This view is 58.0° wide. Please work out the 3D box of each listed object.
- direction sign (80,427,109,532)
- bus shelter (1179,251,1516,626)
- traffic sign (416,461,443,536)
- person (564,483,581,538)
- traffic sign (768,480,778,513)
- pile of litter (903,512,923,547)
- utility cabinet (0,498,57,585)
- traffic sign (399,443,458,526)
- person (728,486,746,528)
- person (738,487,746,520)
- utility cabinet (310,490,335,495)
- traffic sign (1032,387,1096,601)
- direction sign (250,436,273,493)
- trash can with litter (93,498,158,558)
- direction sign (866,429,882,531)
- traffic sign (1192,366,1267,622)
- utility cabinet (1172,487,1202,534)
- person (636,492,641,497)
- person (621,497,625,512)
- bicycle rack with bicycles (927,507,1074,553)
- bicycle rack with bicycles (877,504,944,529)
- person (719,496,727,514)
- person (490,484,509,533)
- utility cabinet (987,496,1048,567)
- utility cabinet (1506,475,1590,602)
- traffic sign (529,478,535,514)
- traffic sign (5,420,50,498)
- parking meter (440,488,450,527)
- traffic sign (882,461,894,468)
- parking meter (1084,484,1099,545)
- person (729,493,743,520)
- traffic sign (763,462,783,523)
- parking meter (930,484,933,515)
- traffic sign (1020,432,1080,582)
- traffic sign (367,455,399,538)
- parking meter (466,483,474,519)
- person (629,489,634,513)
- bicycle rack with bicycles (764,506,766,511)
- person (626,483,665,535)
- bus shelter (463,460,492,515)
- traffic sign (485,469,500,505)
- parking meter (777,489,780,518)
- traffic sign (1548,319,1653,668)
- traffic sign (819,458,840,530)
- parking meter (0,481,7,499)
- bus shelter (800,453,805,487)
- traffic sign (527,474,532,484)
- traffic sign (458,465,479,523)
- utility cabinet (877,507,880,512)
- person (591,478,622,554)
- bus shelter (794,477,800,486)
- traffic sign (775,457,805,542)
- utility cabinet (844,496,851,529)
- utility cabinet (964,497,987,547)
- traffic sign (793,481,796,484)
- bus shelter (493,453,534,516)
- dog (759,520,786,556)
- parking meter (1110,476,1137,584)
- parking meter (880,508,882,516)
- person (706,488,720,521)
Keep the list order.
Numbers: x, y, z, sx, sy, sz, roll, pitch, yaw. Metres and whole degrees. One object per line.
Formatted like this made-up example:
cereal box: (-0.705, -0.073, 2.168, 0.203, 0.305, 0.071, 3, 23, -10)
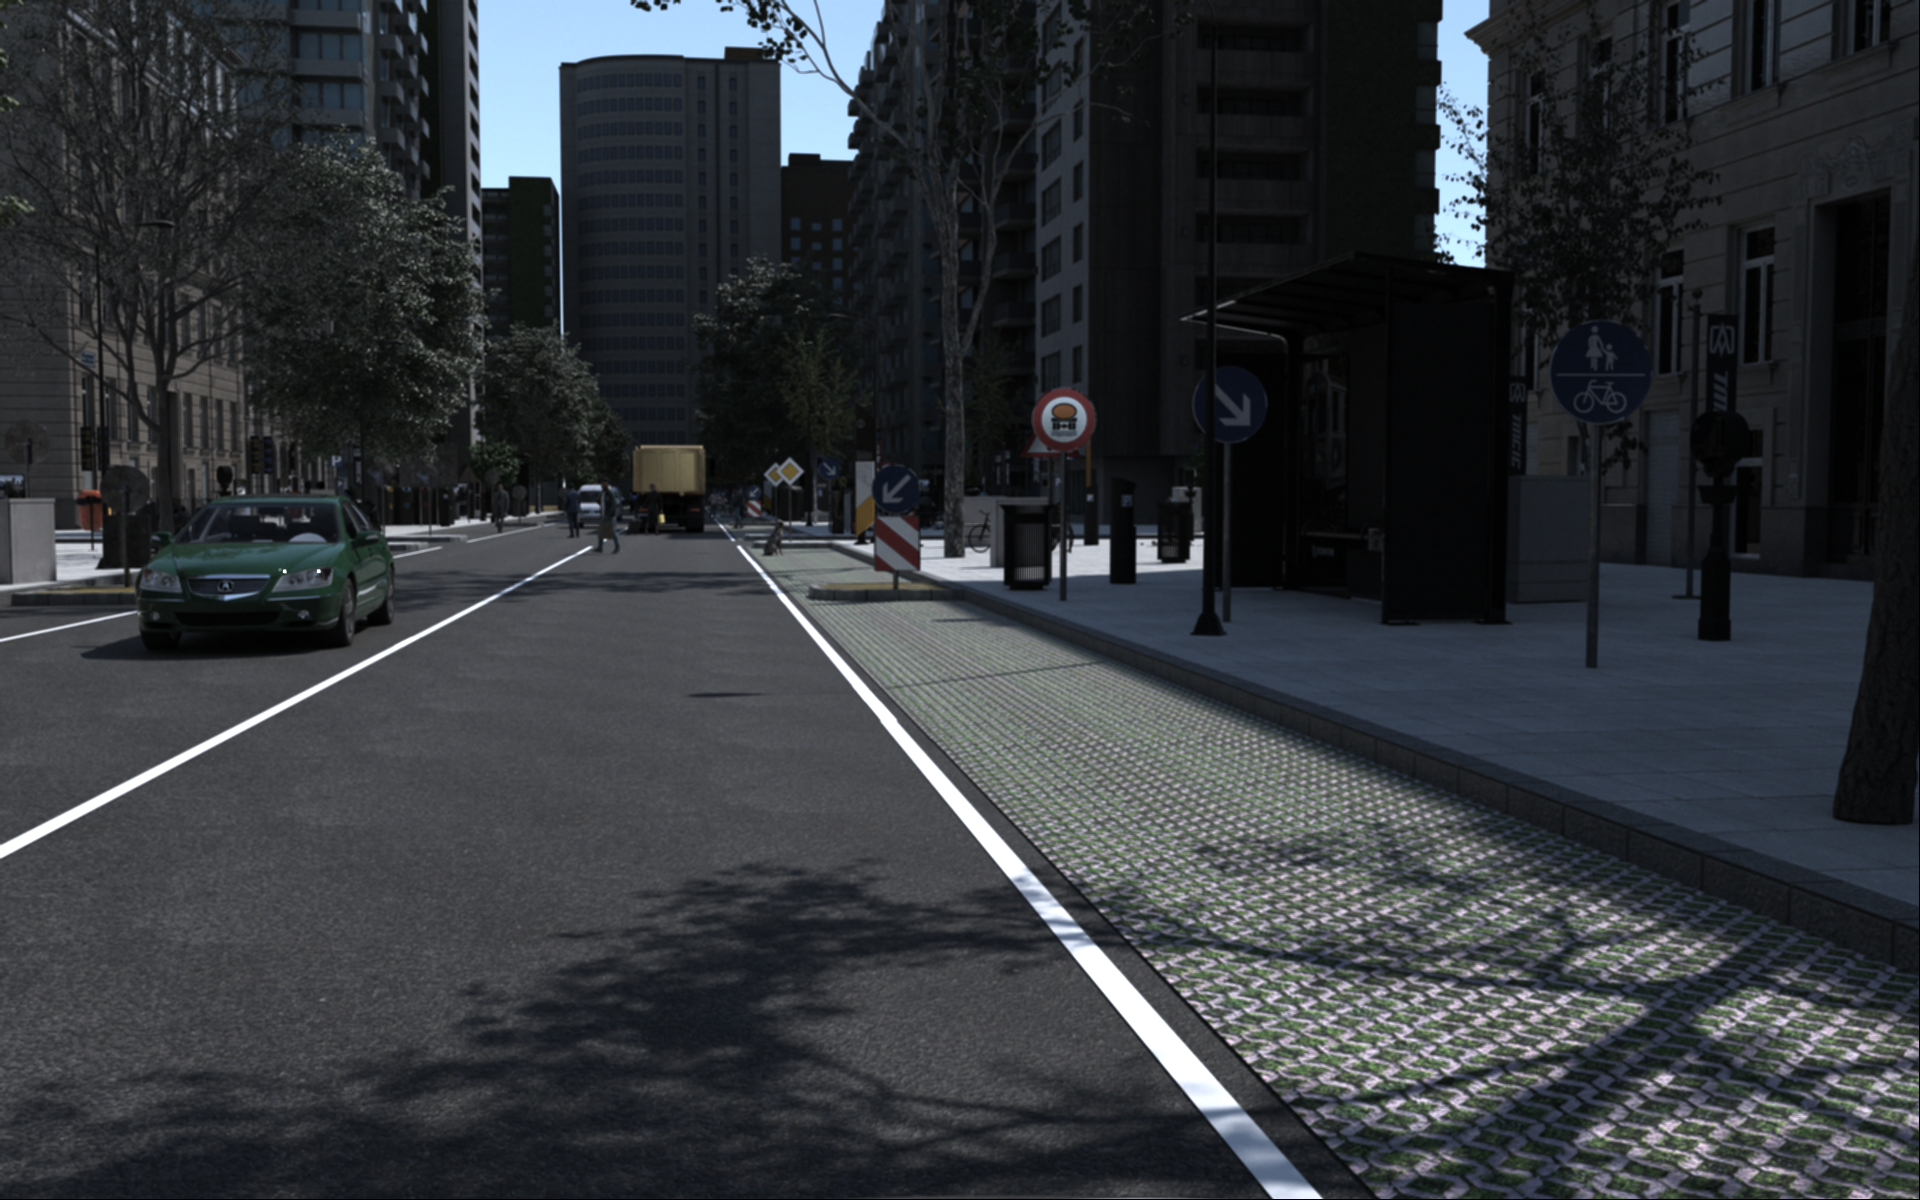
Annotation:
direction sign: (-29.162, -4.064, 58.436, 0.876, 3.537, 0.379, 0, 4, -6)
bus shelter: (4.195, -1.754, 19.964, 1.731, 3.624, 6.357, -1, 4, -9)
traffic sign: (-16.147, -3.003, 52.746, 0.795, 2.450, 0.064, -1, 4, -9)
person: (-12.727, -2.952, 56.955, 0.419, 1.800, 0.721, 3, 4, 37)
traffic sign: (-10.989, -6.091, 101.713, 0.606, 2.300, 0.079, 0, 4, 0)
pile of litter: (-1.485, -1.739, 42.403, 1.176, 0.858, 1.719, 0, 4, -2)
utility cabinet: (-13.512, -0.847, 25.008, 0.306, 1.237, 1.020, 0, 4, 7)
traffic sign: (-21.182, -4.598, 69.046, 2.265, 3.308, 0.079, 0, 4, -7)
person: (-9.263, -3.858, 71.919, 0.721, 1.781, 0.623, 0, 4, -5)
person: (-12.210, -5.361, 96.178, 0.660, 1.820, 0.620, 3, 4, 38)
utility cabinet: (-31.507, -4.711, 85.709, 1.173, 1.500, 0.318, -2, 4, -28)
traffic sign: (1.243, -1.265, 20.784, 0.768, 2.556, 0.104, 0, 4, 0)
direction sign: (-27.240, -4.623, 67.588, 0.379, 3.537, 0.876, 3, 5, 39)
trash can with litter: (-16.296, -1.473, 35.145, 2.233, 1.210, 1.678, 1, 4, 22)
direction sign: (-3.158, -4.171, 60.195, 0.876, 3.537, 0.379, 0, 4, -8)
traffic sign: (2.676, -1.052, 17.311, 0.768, 2.556, 0.104, -1, 4, -8)
utility cabinet: (7.298, -2.874, 55.663, 0.318, 1.500, 1.173, 3, 5, 45)
person: (-16.463, -4.941, 89.469, 0.473, 1.802, 0.592, 2, 4, 27)
person: (-27.766, -7.946, 141.643, 0.697, 1.427, 0.421, 2, 4, 26)
bicycle rack with bicycles: (1.363, -1.489, 37.729, 2.925, 0.926, 2.852, -3, 5, -39)
bicycle rack with bicycles: (-1.173, -3.025, 62.846, 2.925, 0.926, 2.852, 1, 4, 16)
person: (-17.157, -6.884, 125.301, 0.590, 1.304, 0.306, 2, 4, 29)
person: (-17.132, -3.414, 64.418, 0.694, 1.812, 0.767, 0, 4, 4)
utility cabinet: (1.044, -1.190, 30.616, 1.020, 1.237, 0.306, -2, 4, -24)
utility cabinet: (6.970, -0.725, 20.535, 1.173, 1.500, 0.318, -2, 4, -25)
traffic sign: (-27.887, -6.744, 112.392, 0.606, 2.300, 0.079, 0, 4, -7)
traffic sign: (-16.011, -1.814, 29.758, 0.768, 2.556, 0.104, 0, 4, 0)
parking meter: (-20.316, -3.663, 68.305, 0.372, 1.533, 0.369, 0, 3, 0)
traffic sign: (-2.818, -4.121, 67.481, 0.768, 2.556, 0.104, 0, 4, -5)
parking meter: (3.297, -2.142, 43.441, 0.372, 1.533, 0.369, 0, 3, 0)
person: (-12.253, -5.228, 94.465, 0.782, 1.767, 0.515, 2, 4, 29)
traffic sign: (-5.772, -3.099, 54.316, 0.795, 2.450, 0.064, -1, 4, -9)
parking meter: (-1.650, -5.546, 96.383, 0.255, 1.863, 0.399, 0, 4, -7)
traffic sign: (1.304, -1.539, 25.162, 0.884, 2.594, 0.081, 0, 4, -2)
traffic sign: (-14.933, -2.521, 44.853, 0.795, 2.450, 0.064, -1, 4, -9)
parking meter: (-25.114, -5.080, 88.766, 0.399, 1.863, 0.255, -1, 4, -18)
person: (-25.014, -7.546, 131.868, 0.705, 1.826, 1.348, -1, 4, -12)
bicycle rack with bicycles: (-13.020, -7.012, 128.027, 2.925, 0.926, 2.852, -1, 4, -12)
person: (-10.979, -3.177, 60.666, 1.509, 1.804, 0.699, 3, 5, 44)
bus shelter: (-29.764, -7.148, 108.153, 1.731, 3.624, 6.357, -1, 4, -9)
traffic sign: (-24.000, -5.432, 88.919, 0.768, 2.556, 0.104, 0, 4, -5)
parking meter: (-9.818, -5.250, 94.246, 0.372, 1.533, 0.369, 0, 3, 0)
traffic sign: (4.669, -0.772, 12.728, 0.768, 2.556, 0.104, 0, 4, -2)
traffic sign: (-4.627, -3.757, 61.535, 0.768, 2.556, 0.104, 0, 4, -2)
parking meter: (-18.023, -1.466, 32.380, 0.372, 1.533, 0.369, 0, 3, 0)
bus shelter: (-8.656, -6.733, 101.366, 1.731, 3.624, 6.357, -1, 4, -9)
traffic sign: (-26.797, -6.523, 106.762, 0.768, 2.556, 0.104, 0, 4, -8)
traffic sign: (-21.823, -4.704, 76.915, 0.884, 2.594, 0.081, 0, 4, -7)
utility cabinet: (-5.739, -6.901, 121.505, 1.173, 1.500, 0.318, -2, 4, -33)
person: (-8.420, -2.009, 41.333, 0.713, 1.824, 0.794, -2, 4, -29)
bus shelter: (-11.715, -7.819, 121.764, 2.014, 3.302, 5.546, -1, 4, -9)
traffic sign: (-4.557, -2.617, 46.423, 0.795, 2.450, 0.064, -1, 4, -9)
utility cabinet: (-3.866, -3.172, 63.019, 1.020, 1.237, 0.306, 1, 4, 20)
utility cabinet: (0.253, -1.888, 42.033, 1.020, 1.237, 0.306, -1, 4, -9)
traffic sign: (-10.358, -6.461, 105.740, 0.768, 2.556, 0.104, 0, 3, 0)
bus shelter: (-26.364, -6.814, 102.691, 1.731, 3.624, 6.357, -1, 4, -9)
dog: (-4.437, -1.429, 40.202, 0.800, 0.831, 0.513, -1, 4, -8)
parking meter: (2.337, -1.003, 24.808, 0.372, 1.533, 0.369, 0, 3, 0)
parking meter: (-3.876, -4.873, 88.090, 0.372, 1.533, 0.369, 0, 3, 0)
person: (-13.007, -4.983, 90.651, 0.731, 1.740, 0.598, -3, 5, -42)
